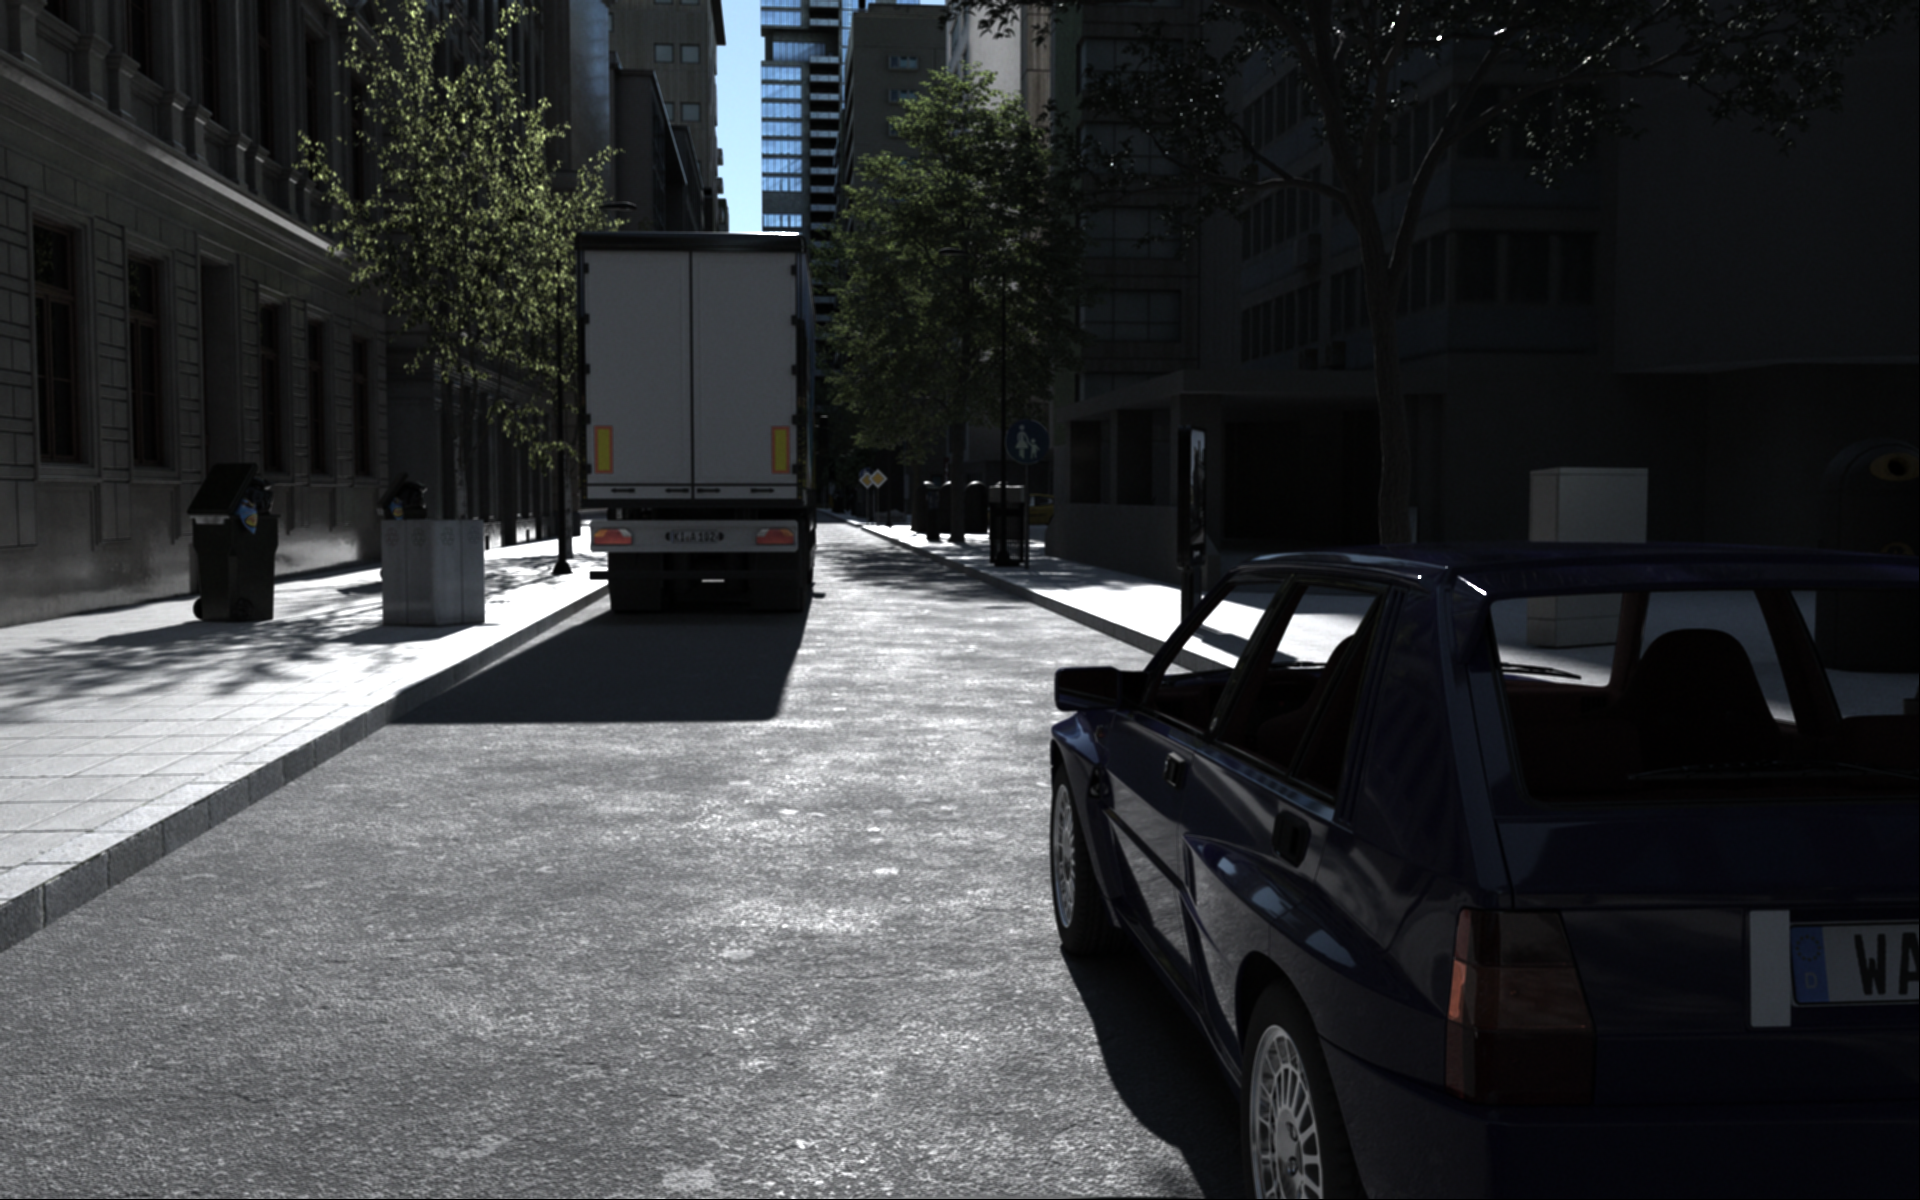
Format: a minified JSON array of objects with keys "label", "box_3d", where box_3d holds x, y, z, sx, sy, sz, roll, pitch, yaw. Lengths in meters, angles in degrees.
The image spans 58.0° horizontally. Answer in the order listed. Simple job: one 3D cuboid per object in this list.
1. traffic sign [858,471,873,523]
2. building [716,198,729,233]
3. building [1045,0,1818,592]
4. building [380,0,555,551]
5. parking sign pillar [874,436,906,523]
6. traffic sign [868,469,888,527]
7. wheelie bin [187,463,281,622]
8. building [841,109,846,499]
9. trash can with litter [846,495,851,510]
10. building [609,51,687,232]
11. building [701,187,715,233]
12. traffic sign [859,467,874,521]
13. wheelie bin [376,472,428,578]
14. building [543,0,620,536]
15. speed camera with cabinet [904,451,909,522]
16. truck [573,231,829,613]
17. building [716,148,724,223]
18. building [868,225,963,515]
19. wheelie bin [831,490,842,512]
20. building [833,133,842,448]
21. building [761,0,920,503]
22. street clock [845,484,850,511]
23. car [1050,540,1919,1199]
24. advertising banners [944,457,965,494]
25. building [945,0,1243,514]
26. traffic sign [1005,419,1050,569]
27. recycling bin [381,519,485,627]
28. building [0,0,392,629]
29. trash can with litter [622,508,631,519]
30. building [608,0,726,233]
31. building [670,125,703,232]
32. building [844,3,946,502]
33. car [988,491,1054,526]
[{"label":"traffic sign","box_3d":[-4.065,-4.428,76.044,0.795,2.450,0.064,0,4,-6]},{"label":"building","box_3d":[-39.065,-34.084,240.859,14.086,41.232,14.154,0,4,-6]},{"label":"building","box_3d":[18.530,-20.682,30.025,32.217,40.220,23.993,0,4,-6]},{"label":"building","box_3d":[-15.794,-11.773,41.644,9.793,20.994,18.267,0,4,-6]},{"label":"parking sign pillar","box_3d":[-3.173,-5.477,78.027,1.447,3.967,1.447,0,4,-1]},{"label":"traffic sign","box_3d":[-3.227,-3.943,68.103,0.795,2.450,0.064,0,4,-6]},{"label":"wheelie bin","box_3d":[-7.370,-0.593,17.607,0.980,1.594,0.693,2,4,28]},{"label":"building","box_3d":[-5.907,-30.843,187.881,14.154,41.232,14.086,0,4,-6]},{"label":"trash can with litter","box_3d":[-8.719,-7.789,138.734,0.624,1.170,1.055,-1,4,-21]},{"label":"building","box_3d":[-22.223,-16.618,90.763,14.314,24.678,30.058,0,4,-6]},{"label":"building","box_3d":[-29.293,-23.498,155.897,14.160,30.474,14.107,0,4,-6]},{"label":"traffic sign","box_3d":[-4.419,-5.041,82.527,0.768,2.556,0.104,0,4,3]},{"label":"wheelie bin","box_3d":[-8.105,-1.059,25.219,0.693,1.594,0.980,-2,4,-27]},{"label":"building","box_3d":[-21.883,-16.596,57.250,20.117,28.700,13.634,0,4,-6]},{"label":"speed camera with cabinet","box_3d":[-3.029,-5.249,80.150,0.660,3.252,2.038,-2,4,-26]},{"label":"truck","box_3d":[-3.270,-2.156,24.171,2.839,4.237,11.283,0,4,-4]},{"label":"building","box_3d":[-43.895,-36.043,208.904,30.456,49.044,23.786,0,4,-6]},{"label":"building","box_3d":[8.041,-17.014,123.221,27.650,21.520,28.899,0,4,-6]},{"label":"wheelie bin","box_3d":[-8.588,-6.969,121.858,0.980,1.594,0.693,1,4,12]},{"label":"building","box_3d":[-3.897,-36.122,210.206,23.786,49.044,30.456,0,4,-6]},{"label":"building","box_3d":[-16.305,-57.051,245.447,31.000,86.520,22.319,0,4,-6]},{"label":"street clock","box_3d":[-8.302,-7.542,127.886,0.358,2.002,0.471,0,4,4]},{"label":"car","box_3d":[1.272,0.506,4.306,1.945,1.354,3.894,0,4,-5]},{"label":"advertising banners","box_3d":[-0.283,-5.246,81.954,0.090,3.025,2.074,-2,4,-27]},{"label":"building","box_3d":[6.828,-24.582,85.514,14.086,41.232,14.154,0,4,-6]},{"label":"traffic sign","box_3d":[1.142,-1.799,29.517,0.768,2.556,0.104,0,4,-3]},{"label":"recycling bin","box_3d":[-5.196,-0.278,17.094,0.722,1.027,0.722,2,4,26]},{"label":"building","box_3d":[-14.766,-11.357,21.843,11.583,22.565,21.152,0,4,-6]},{"label":"trash can with litter","box_3d":[-10.153,-2.476,51.863,1.055,1.170,0.624,-1,4,-19]},{"label":"building","box_3d":[-38.358,-35.862,175.580,28.713,52.752,27.495,0,4,-6]},{"label":"building","box_3d":[-25.065,-19.831,117.741,14.314,27.812,24.014,0,4,-6]},{"label":"building","box_3d":[-0.214,-33.411,169.972,21.300,48.544,21.600,0,4,-6]},{"label":"car","box_3d":[2.661,-3.884,73.724,3.980,1.641,2.015,0,4,-5]}]
